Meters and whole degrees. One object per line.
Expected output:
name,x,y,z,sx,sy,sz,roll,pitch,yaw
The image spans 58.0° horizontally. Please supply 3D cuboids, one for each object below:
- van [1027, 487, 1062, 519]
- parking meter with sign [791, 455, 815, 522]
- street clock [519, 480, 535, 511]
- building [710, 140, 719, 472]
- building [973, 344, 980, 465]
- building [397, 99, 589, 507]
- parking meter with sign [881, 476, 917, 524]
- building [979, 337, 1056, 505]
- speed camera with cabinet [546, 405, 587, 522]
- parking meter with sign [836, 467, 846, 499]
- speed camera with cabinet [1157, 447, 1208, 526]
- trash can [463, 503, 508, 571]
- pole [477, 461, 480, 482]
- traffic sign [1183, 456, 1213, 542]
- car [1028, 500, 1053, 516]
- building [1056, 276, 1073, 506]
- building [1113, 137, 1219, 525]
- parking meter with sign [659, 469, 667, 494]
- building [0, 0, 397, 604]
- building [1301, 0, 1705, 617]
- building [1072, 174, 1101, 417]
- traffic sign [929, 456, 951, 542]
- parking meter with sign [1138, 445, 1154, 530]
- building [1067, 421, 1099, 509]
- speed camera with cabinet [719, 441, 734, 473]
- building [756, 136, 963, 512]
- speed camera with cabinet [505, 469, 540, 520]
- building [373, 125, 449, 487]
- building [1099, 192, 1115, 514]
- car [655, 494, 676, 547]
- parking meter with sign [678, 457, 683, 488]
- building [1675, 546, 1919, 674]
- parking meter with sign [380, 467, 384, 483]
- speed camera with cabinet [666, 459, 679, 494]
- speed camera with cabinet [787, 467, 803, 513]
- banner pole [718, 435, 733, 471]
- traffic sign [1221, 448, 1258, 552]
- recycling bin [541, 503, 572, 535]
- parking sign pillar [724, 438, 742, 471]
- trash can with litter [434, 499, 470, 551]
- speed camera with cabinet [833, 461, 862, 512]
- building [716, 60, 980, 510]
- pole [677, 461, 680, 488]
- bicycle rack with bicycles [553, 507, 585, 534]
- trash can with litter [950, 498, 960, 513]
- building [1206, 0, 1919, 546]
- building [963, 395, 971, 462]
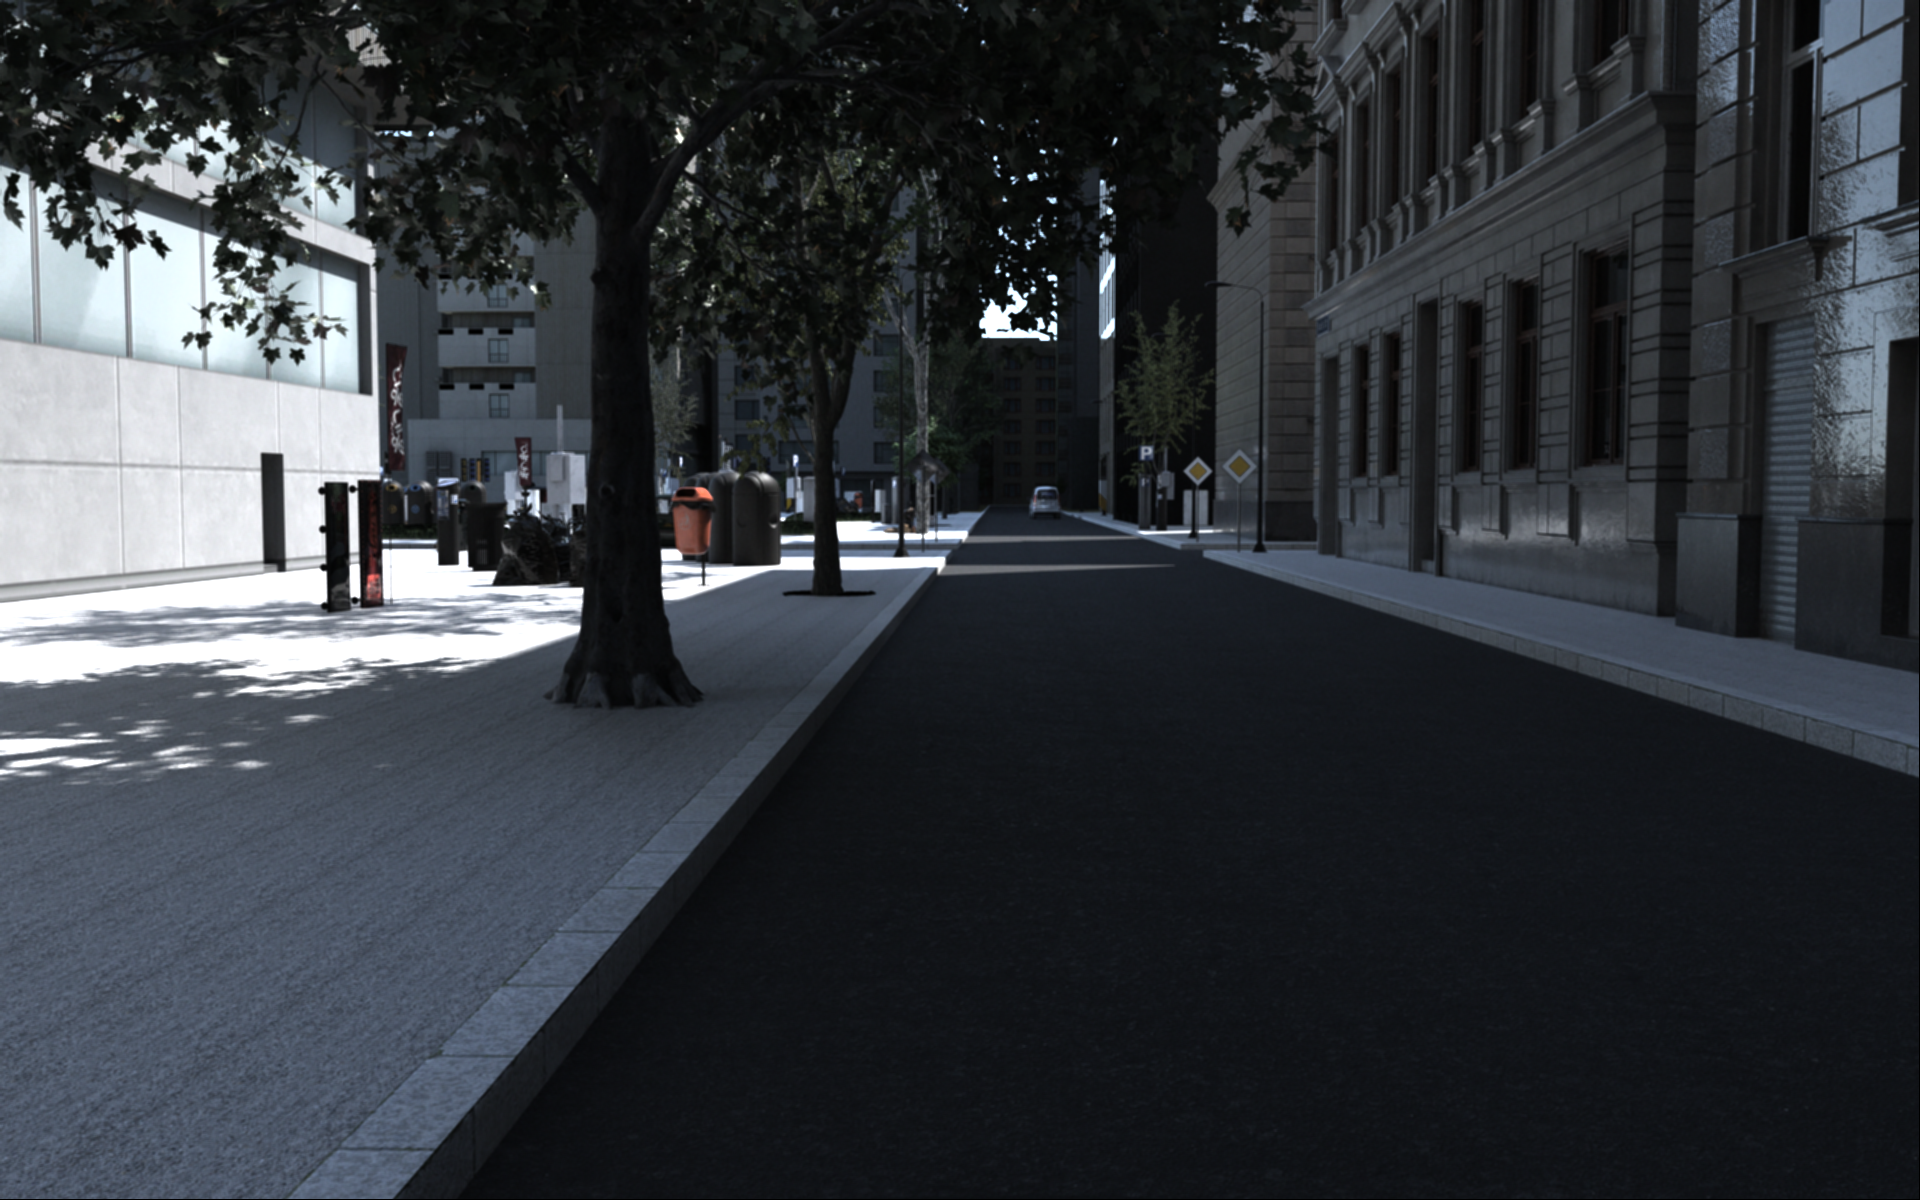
van,4.951,-5.740,100.857,2.013,2.044,4.112,0,4,-1
parking meter with sign,-6.526,-4.893,76.254,1.738,3.016,0.543,1,4,22
street clock,-15.486,-3.498,61.762,0.358,2.002,0.471,1,4,13
building,-19.470,-31.026,190.866,14.086,41.232,14.154,0,4,1
building,-4.976,-33.006,189.751,14.200,45.320,14.600,0,4,1
building,-40.433,-36.334,183.300,27.495,52.752,28.713,0,4,1
parking meter with sign,-2.538,-4.746,73.860,1.738,3.016,0.543,-2,4,-34
building,-1.186,-22.848,218.605,28.899,21.520,27.650,0,4,1
speed camera with cabinet,-8.192,-2.695,38.400,2.038,3.252,0.660,2,4,27
parking meter with sign,-8.319,-7.107,112.466,1.738,3.016,0.543,2,4,24
speed camera with cabinet,9.044,-4.644,70.272,2.038,3.252,0.660,1,4,10
trash can,-7.922,-1.058,28.947,0.748,1.137,0.748,0,3,0
pole,-30.023,-6.987,108.076,0.158,3.312,0.155,0,3,0
traffic sign,6.312,-2.592,46.017,0.795,2.450,0.064,0,4,1
car,5.324,-6.173,110.516,1.945,1.707,3.694,0,4,1
building,17.487,-30.922,189.170,14.154,41.232,14.086,0,4,1
building,13.634,-15.185,77.947,12.332,23.373,15.834,0,4,1
parking meter with sign,-19.972,-7.461,118.246,0.543,3.016,1.738,-2,4,-30
building,-23.440,-26.371,20.399,27.495,52.752,28.713,0,4,1
building,12.461,-11.673,27.014,11.583,22.565,21.152,0,4,1
building,21.441,-38.253,167.436,21.231,58.520,28.212,0,4,1
traffic sign,-0.630,-2.603,46.198,0.795,2.450,0.064,0,4,1
parking meter with sign,6.739,-4.078,62.943,0.543,3.016,1.738,0,4,5
building,20.362,-50.406,136.817,22.319,86.520,31.000,0,4,1
speed camera with cabinet,-8.808,-4.282,64.352,0.660,3.252,2.038,1,4,10
building,-7.199,-21.833,128.676,14.160,30.474,14.107,0,4,1
speed camera with cabinet,-16.963,-4.506,68.007,0.660,3.252,2.038,2,4,28
building,-62.048,-31.079,191.731,14.086,41.232,14.154,0,4,1
building,18.951,-18.275,103.315,19.350,26.468,34.151,0,4,1
car,-6.504,-1.961,41.852,4.222,1.686,2.009,0,4,2
parking meter with sign,-12.197,-5.158,80.600,1.738,3.016,0.543,0,4,5
building,12.310,-12.631,3.782,12.463,27.353,25.104,0,4,1
parking meter with sign,-36.431,-6.998,110.672,0.543,3.016,1.738,1,4,22
speed camera with cabinet,-15.670,-6.230,96.193,0.660,3.252,2.038,-2,4,-34
speed camera with cabinet,-8.780,-6.150,94.886,0.660,3.252,2.038,1,4,22
banner pole,-10.056,-5.145,74.145,0.863,3.779,0.401,-2,4,-30
traffic sign,6.127,-2.103,38.034,0.795,2.450,0.064,0,4,1
recycling bin,-11.805,-2.334,50.722,0.722,1.027,0.722,0,4,5
parking sign pillar,-10.886,-5.797,83.253,1.447,3.967,1.447,1,4,16
trash can with litter,-11.475,-1.687,38.972,1.055,1.170,0.624,3,4,38
speed camera with cabinet,-6.895,-6.669,103.372,2.038,3.252,0.660,-1,4,-16
building,-8.648,-43.232,145.094,20.563,71.187,20.611,0,4,1
pole,-17.526,-6.975,107.891,0.158,3.312,0.155,0,3,0
bicycle rack with bicycles,-10.028,-2.124,48.103,2.925,0.926,2.852,-1,4,-21
trash can with litter,-0.564,-6.332,114.915,1.055,1.170,0.624,-2,4,-29
building,20.477,-15.536,51.284,25.104,27.353,12.463,0,4,1
building,-6.043,-23.970,163.608,14.160,30.474,14.107,0,4,1
